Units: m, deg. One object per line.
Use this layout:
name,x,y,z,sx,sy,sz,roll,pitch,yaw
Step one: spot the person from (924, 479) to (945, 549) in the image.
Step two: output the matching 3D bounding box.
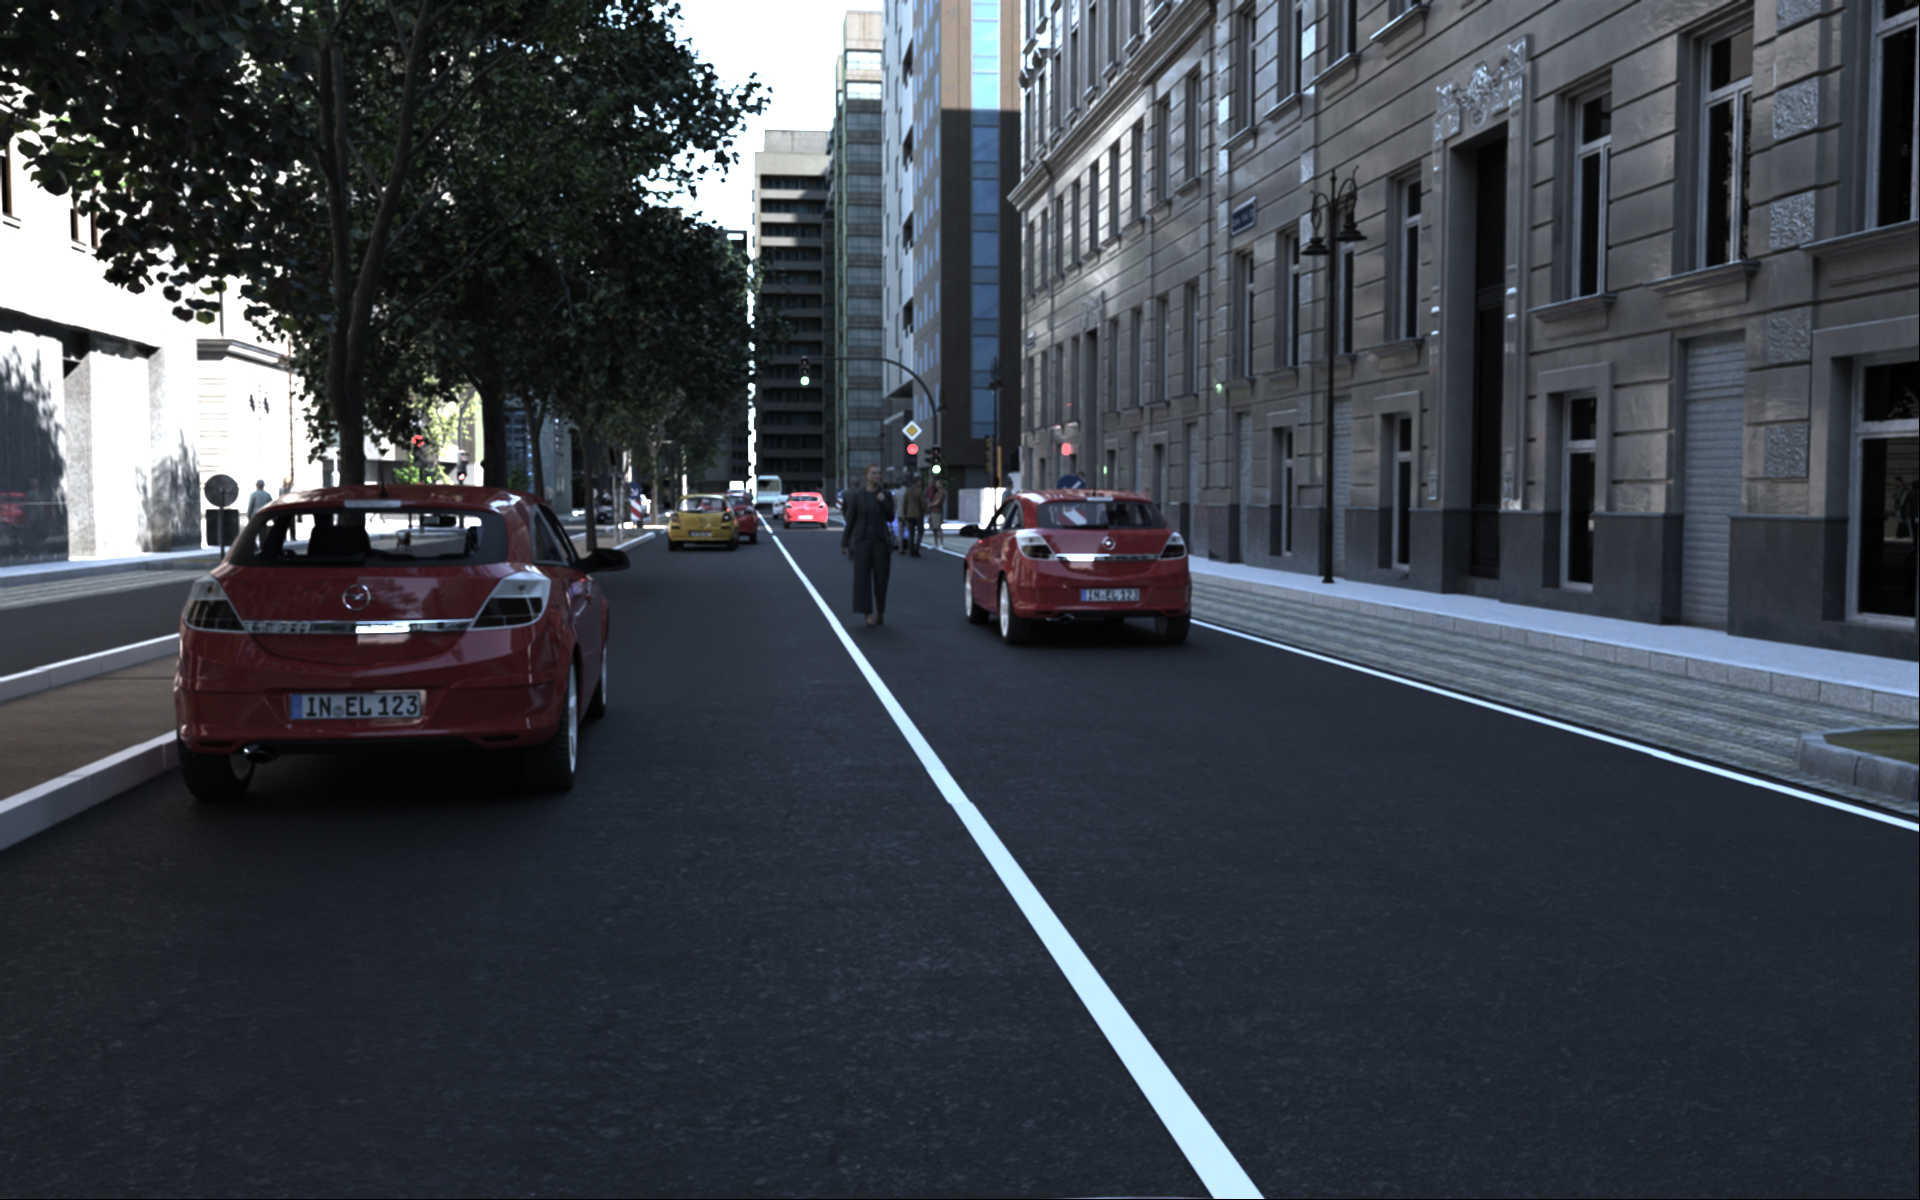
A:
person,-0.640,-2.231,44.949,0.580,1.828,0.573,1,4,11

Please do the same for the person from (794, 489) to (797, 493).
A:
person,-11.404,-6.819,120.086,0.391,1.810,0.635,-1,4,-16

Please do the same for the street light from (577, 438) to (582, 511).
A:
street light,-28.869,-9.698,131.342,0.468,5.910,1.993,0,4,-7

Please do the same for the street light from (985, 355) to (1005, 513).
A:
street light,1.180,-5.203,57.864,0.468,5.910,1.993,0,4,-7

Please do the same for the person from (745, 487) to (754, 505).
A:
person,-11.174,-5.107,92.185,0.466,1.800,0.511,3,5,43

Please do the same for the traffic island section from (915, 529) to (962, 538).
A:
traffic island section,-0.820,-2.191,58.097,2.009,0.180,2.903,0,4,-7

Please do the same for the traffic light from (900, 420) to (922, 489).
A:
traffic light,-1.847,-4.708,65.902,0.839,4.253,0.868,0,4,-7

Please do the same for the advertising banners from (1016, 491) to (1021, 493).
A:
advertising banners,2.796,-4.338,67.118,0.090,3.025,2.074,3,4,36

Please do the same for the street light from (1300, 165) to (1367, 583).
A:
street light,5.313,-3.182,24.811,0.468,5.910,1.993,0,4,-7

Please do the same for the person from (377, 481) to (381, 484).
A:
person,-25.063,-4.189,74.641,0.850,1.850,0.679,0,4,-7

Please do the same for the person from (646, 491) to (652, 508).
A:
person,-30.821,-9.929,171.293,0.683,1.767,0.568,-1,4,-19

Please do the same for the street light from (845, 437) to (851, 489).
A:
street light,-9.015,-10.240,140.213,0.468,5.910,1.993,0,4,-7

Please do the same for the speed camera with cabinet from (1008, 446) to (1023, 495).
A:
speed camera with cabinet,2.182,-4.743,71.883,0.660,3.252,2.038,-1,4,-11

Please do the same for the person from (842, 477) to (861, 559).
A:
person,-2.276,-1.804,38.173,0.661,1.801,0.590,3,5,40

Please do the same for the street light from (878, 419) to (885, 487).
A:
street light,-4.824,-8.190,106.689,0.468,5.910,1.993,0,4,-7

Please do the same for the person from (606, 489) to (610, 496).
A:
person,-25.684,-7.228,126.684,0.388,1.821,0.555,-1,4,-17

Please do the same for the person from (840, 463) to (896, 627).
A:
person,-0.983,-0.608,18.868,0.576,1.772,0.534,-1,4,-21

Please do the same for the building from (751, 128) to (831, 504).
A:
building,-17.201,-37.308,233.683,21.600,48.544,21.300,0,4,-7

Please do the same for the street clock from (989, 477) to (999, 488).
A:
street clock,1.410,-4.089,71.420,0.358,2.002,0.471,2,4,27

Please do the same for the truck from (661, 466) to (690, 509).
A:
truck,-28.704,-11.398,175.274,2.839,4.237,11.283,0,4,-8

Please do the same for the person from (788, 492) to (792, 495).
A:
person,-21.028,-12.561,214.673,0.742,1.727,0.445,2,4,25

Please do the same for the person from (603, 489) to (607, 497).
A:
person,-25.366,-7.048,124.082,0.624,1.780,0.694,-1,4,-11

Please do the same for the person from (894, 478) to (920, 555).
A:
person,-1.305,-1.987,41.091,0.635,1.810,0.391,2,4,35

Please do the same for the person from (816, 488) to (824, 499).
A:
person,-8.472,-5.878,104.573,0.580,1.828,0.573,0,4,2

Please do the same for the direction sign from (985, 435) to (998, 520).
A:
direction sign,1.200,-4.549,66.376,0.379,3.537,0.876,-2,4,-31

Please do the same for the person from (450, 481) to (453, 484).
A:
person,-22.540,-4.326,76.653,0.514,1.842,0.818,-1,4,-12

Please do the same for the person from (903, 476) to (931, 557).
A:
person,-0.986,-1.897,39.428,0.656,1.842,0.836,0,4,1

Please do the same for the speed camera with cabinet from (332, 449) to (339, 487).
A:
speed camera with cabinet,-26.150,-4.831,73.321,0.660,3.252,2.038,-2,4,-26

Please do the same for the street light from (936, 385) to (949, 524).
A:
street light,-0.765,-6.155,73.429,0.468,5.910,1.993,0,4,-7

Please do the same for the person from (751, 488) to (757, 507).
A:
person,-13.803,-6.496,114.734,0.620,1.820,0.660,2,4,30

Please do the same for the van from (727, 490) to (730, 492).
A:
van,-20.573,-9.241,158.099,2.013,2.044,4.112,0,4,-5

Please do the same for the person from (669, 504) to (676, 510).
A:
person,-22.937,-7.672,138.185,0.590,1.304,0.306,-2,4,-31

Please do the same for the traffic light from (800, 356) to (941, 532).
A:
traffic light,-2.926,-5.071,57.580,4.771,5.953,1.251,0,4,-7

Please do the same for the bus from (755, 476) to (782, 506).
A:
bus,-20.191,-11.505,182.962,2.948,3.499,13.247,0,4,-6

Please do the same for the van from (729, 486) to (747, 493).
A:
van,-16.416,-7.426,128.428,2.013,2.044,4.112,0,4,-6

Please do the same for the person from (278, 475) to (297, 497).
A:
person,-17.945,-2.461,46.457,0.709,1.800,0.728,-1,4,-19

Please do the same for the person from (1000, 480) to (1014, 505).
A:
person,1.254,-2.267,45.665,0.391,1.810,0.635,0,4,2

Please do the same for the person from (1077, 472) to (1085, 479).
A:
person,2.874,-2.260,42.906,0.836,1.842,0.656,-1,4,-9

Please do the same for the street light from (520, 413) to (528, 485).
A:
street light,-24.716,-7.676,98.291,0.468,5.910,1.993,0,4,-7

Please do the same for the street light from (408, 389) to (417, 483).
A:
street light,-20.631,-5.630,64.838,0.468,5.910,1.993,0,4,-7

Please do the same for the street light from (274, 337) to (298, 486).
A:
street light,-18.455,-4.589,47.812,0.468,5.910,1.993,0,4,-7

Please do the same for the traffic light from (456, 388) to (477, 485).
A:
traffic light,-16.314,-5.472,64.129,4.771,5.953,1.251,0,4,-7

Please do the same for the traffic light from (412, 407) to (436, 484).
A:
traffic light,-17.394,-4.097,55.913,0.839,4.253,0.868,0,4,-7

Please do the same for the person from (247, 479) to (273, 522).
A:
person,-15.302,-1.780,38.093,0.515,1.767,0.782,3,4,37
